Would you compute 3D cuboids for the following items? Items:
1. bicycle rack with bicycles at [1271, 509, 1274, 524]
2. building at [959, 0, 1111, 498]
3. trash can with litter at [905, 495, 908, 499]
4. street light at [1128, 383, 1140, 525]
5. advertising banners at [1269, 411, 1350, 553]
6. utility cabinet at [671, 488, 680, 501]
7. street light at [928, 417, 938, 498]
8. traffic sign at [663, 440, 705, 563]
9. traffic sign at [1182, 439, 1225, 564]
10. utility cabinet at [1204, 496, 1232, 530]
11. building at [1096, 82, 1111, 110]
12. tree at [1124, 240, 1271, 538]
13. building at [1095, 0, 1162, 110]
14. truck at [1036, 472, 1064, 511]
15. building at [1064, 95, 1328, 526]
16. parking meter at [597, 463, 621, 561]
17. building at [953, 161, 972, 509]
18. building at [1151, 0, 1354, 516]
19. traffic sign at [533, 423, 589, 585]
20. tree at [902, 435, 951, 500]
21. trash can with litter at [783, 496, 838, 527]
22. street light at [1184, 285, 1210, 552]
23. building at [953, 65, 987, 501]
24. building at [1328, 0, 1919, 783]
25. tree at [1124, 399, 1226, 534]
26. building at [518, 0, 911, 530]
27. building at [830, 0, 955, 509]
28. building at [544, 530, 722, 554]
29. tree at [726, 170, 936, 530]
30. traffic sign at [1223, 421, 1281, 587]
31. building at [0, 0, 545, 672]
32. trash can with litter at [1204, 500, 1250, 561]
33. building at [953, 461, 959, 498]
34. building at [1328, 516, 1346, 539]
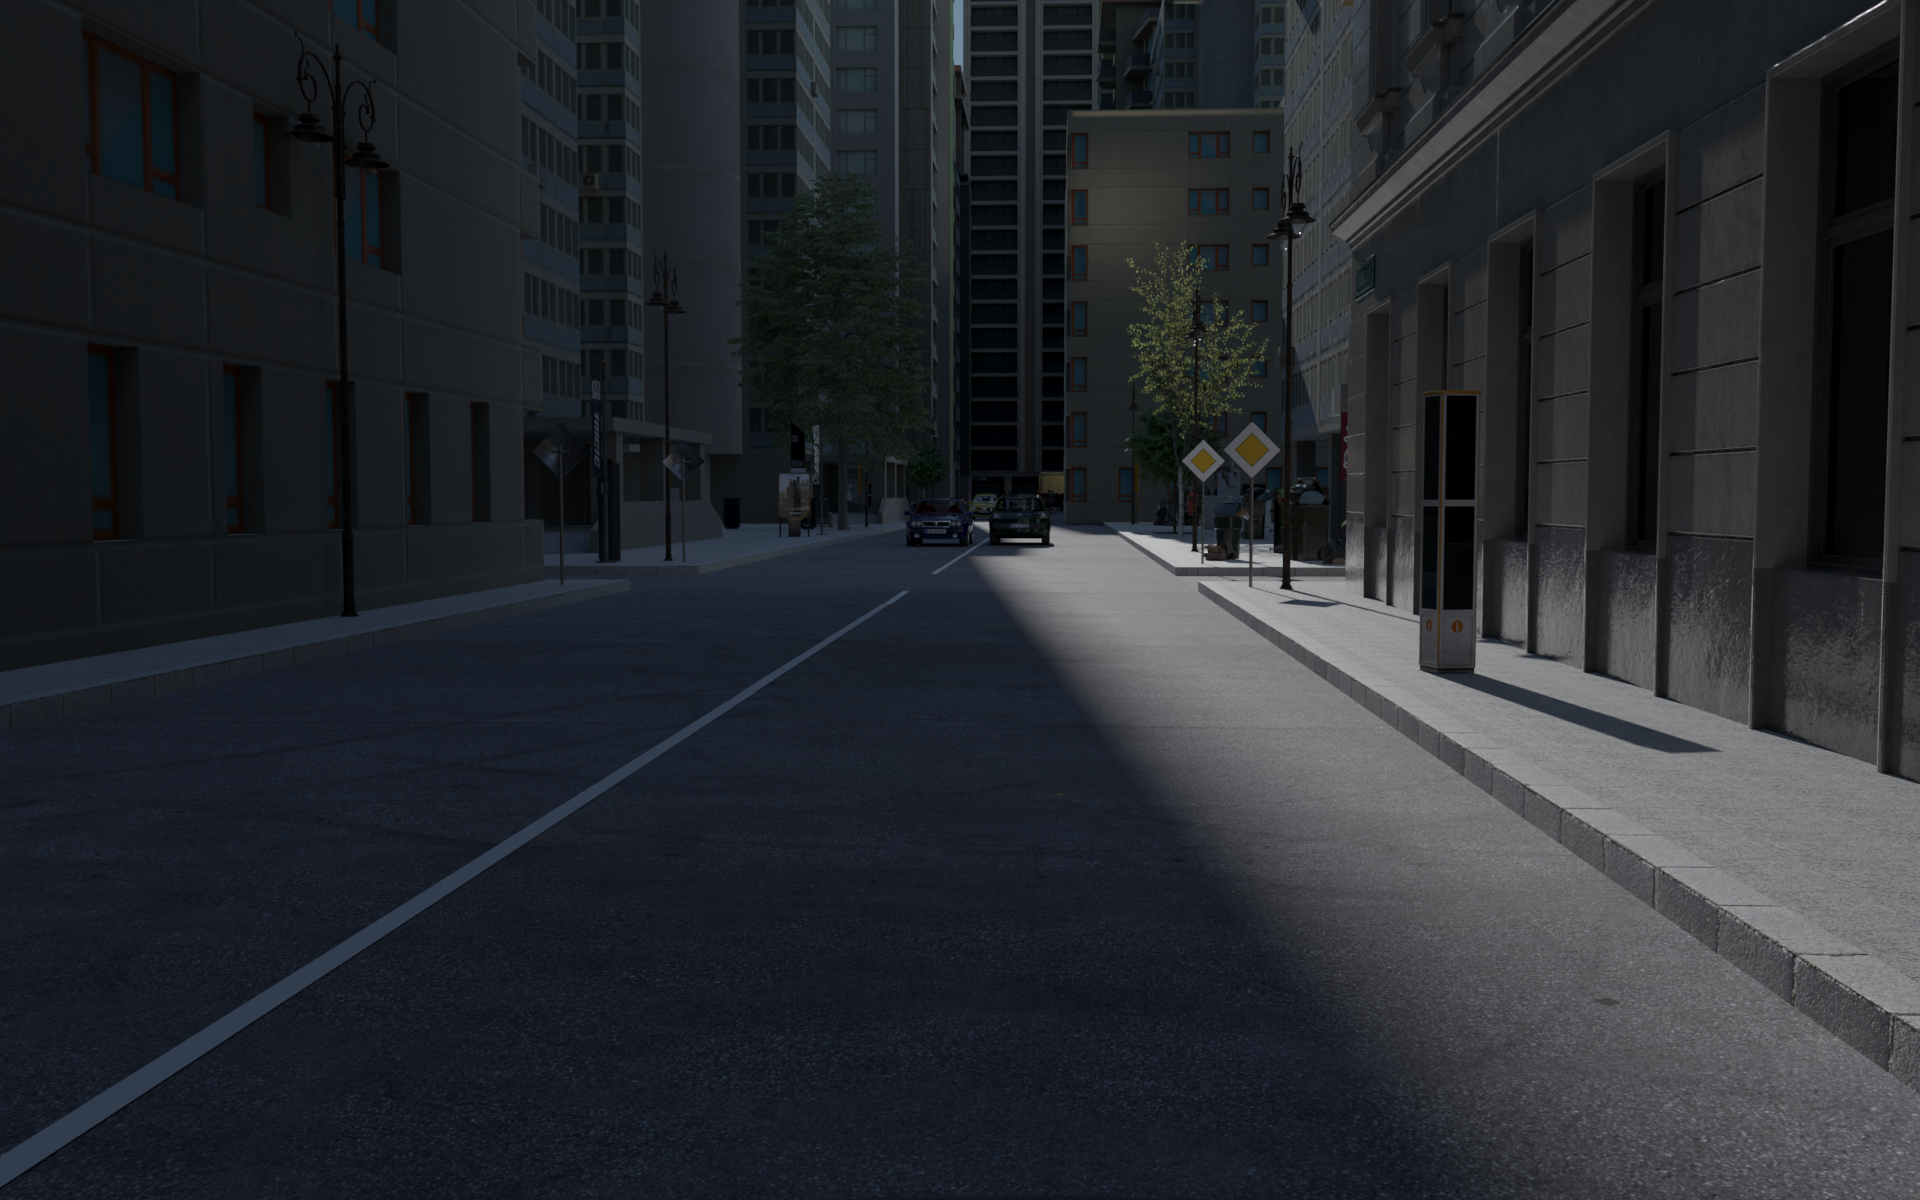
[{"bbox_3d":[12.823,-3.789,75.325,2.852,0.926,2.925,-2,4,-29],"label":"bicycle rack with bicycles"},{"bbox_3d":[11.070,-46.527,198.965,20.611,71.187,20.563,0,4,3],"label":"building"},{"bbox_3d":[-3.047,-5.729,104.721,2.233,1.210,1.678,1,4,20],"label":"trash can with litter"},{"bbox_3d":[7.227,-6.083,72.244,0.468,5.910,1.993,0,4,3],"label":"street light"},{"bbox_3d":[7.634,-2.501,37.079,2.074,3.025,0.090,2,4,31],"label":"advertising banners"},{"bbox_3d":[-11.248,-3.631,68.045,1.173,1.500,0.318,1,4,20],"label":"utility cabinet"},{"bbox_3d":[-1.602,-7.910,102.124,0.468,5.910,1.993,0,4,3],"label":"street light"},{"bbox_3d":[-5.166,-1.758,32.384,0.795,2.450,0.064,0,4,3],"label":"traffic sign"},{"bbox_3d":[4.462,-1.723,31.820,0.795,2.450,0.064,0,4,3],"label":"traffic sign"},{"bbox_3d":[9.188,-3.106,61.948,1.020,1.237,0.306,3,4,36],"label":"utility cabinet"},{"bbox_3d":[20.614,-30.018,174.385,14.154,41.232,14.086,0,4,3],"label":"building"},{"bbox_3d":[6.523,-6.093,49.981,4.360,8.622,3.978,0,3,0],"label":"tree"},{"bbox_3d":[23.036,-30.431,152.169,22.147,44.769,28.867,0,4,3],"label":"building"},{"bbox_3d":[8.188,-9.410,149.779,3.469,3.379,9.791,0,4,4],"label":"truck"},{"bbox_3d":[19.445,-15.100,91.927,27.650,21.520,28.899,0,4,3],"label":"building"},{"bbox_3d":[-6.697,-1.670,33.017,0.399,1.863,0.255,2,4,29],"label":"parking meter"},{"bbox_3d":[-6.336,-23.151,150.218,14.160,30.474,14.107,0,4,3],"label":"building"},{"bbox_3d":[26.661,-26.491,125.010,32.217,40.220,23.993,0,4,3],"label":"building"},{"bbox_3d":[-5.618,-1.270,24.412,0.795,2.450,0.064,0,4,3],"label":"traffic sign"},{"bbox_3d":[-2.197,-6.884,96.259,4.285,4.588,4.351,0,3,0],"label":"tree"},{"bbox_3d":[-5.689,-3.419,66.961,2.233,1.210,1.678,0,4,6],"label":"trash can with litter"},{"bbox_3d":[5.245,-4.021,38.523,0.468,5.910,1.993,0,4,3],"label":"street light"},{"bbox_3d":[-12.176,-31.709,173.068,28.867,44.769,22.147,0,4,3],"label":"building"},{"bbox_3d":[11.781,-13.693,0.299,17.030,29.872,44.131,0,4,3],"label":"building"},{"bbox_3d":[6.987,-4.441,56.320,4.285,4.588,4.351,0,3,0],"label":"tree"},{"bbox_3d":[-18.960,-23.725,79.784,32.217,40.220,23.993,0,4,3],"label":"building"},{"bbox_3d":[-7.788,-26.356,114.520,14.154,41.232,14.086,0,4,3],"label":"building"},{"bbox_3d":[-23.494,-21.533,43.941,32.217,40.220,23.993,0,4,3],"label":"building"},{"bbox_3d":[-4.599,-8.775,61.604,7.486,12.596,7.792,0,3,0],"label":"tree"},{"bbox_3d":[4.010,-1.236,23.848,0.795,2.450,0.064,0,4,3],"label":"traffic sign"},{"bbox_3d":[-21.362,-10.214,12.043,28.899,21.520,27.650,0,4,3],"label":"building"},{"bbox_3d":[5.168,-1.364,33.696,0.624,1.170,1.055,2,4,31],"label":"trash can with litter"},{"bbox_3d":[-10.493,-42.383,131.214,20.563,71.187,20.611,0,4,3],"label":"building"},{"bbox_3d":[21.589,-21.640,45.702,23.993,40.220,32.217,0,4,3],"label":"building"}]
